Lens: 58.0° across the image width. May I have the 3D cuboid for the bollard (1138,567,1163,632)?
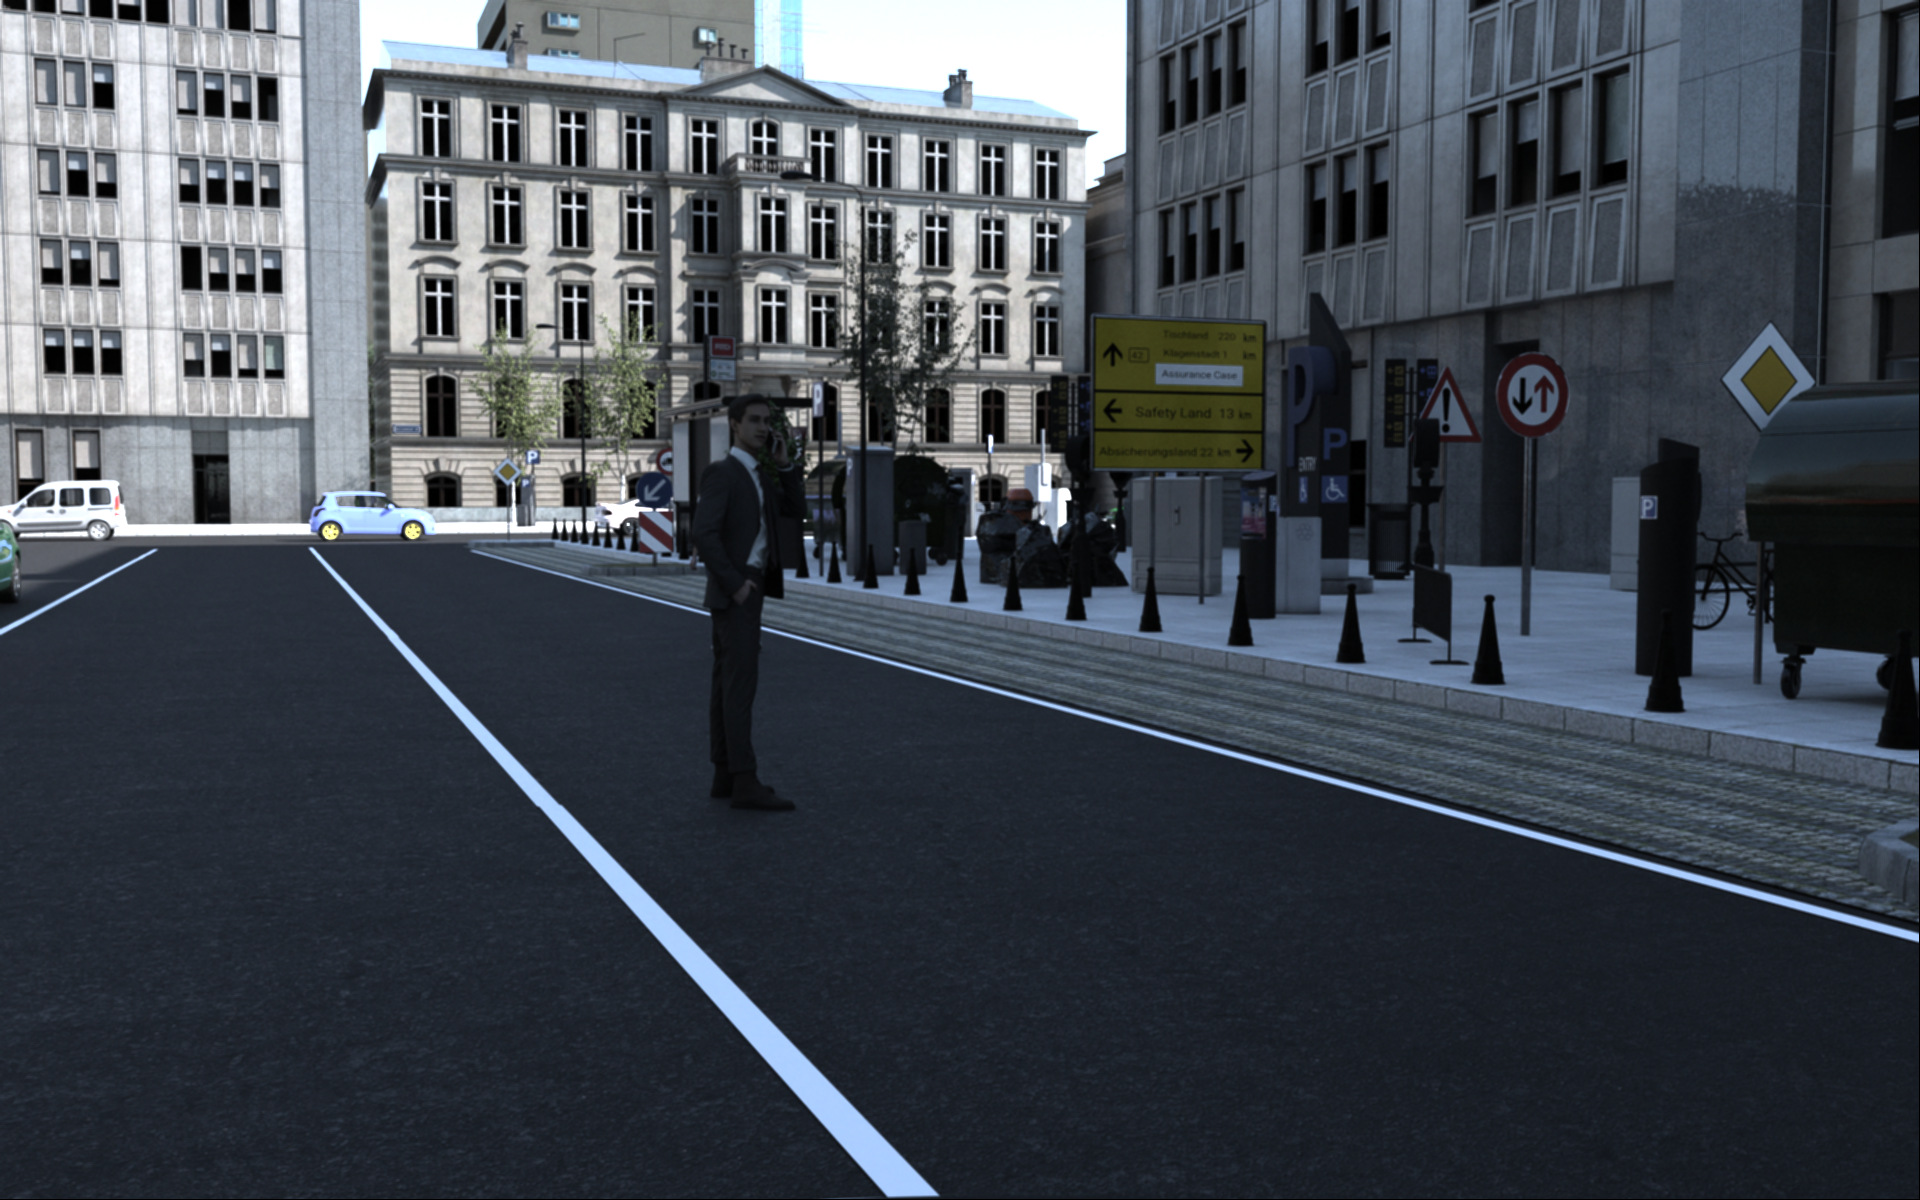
[{"bbox_3d":[1.780,-0.008,16.167,0.229,0.601,0.229,0,3,0],"label":"bollard"}]

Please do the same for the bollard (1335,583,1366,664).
[{"bbox_3d":[2.981,0.174,13.200,0.229,0.601,0.229,0,3,0],"label":"bollard"}]

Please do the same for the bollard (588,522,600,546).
[{"bbox_3d":[-9.014,-1.642,42.888,0.229,0.601,0.229,0,3,0],"label":"bollard"}]

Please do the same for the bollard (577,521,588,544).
[{"bbox_3d":[-9.610,-1.732,44.365,0.229,0.601,0.229,0,3,0],"label":"bollard"}]

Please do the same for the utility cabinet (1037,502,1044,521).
[{"bbox_3d":[4.193,-4.409,80.764,1.173,1.500,0.318,0,4,-2],"label":"utility cabinet"}]

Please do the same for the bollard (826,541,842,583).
[{"bbox_3d":[-1.822,-0.553,25.084,0.229,0.601,0.229,0,3,0],"label":"bollard"}]

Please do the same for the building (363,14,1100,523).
[{"bbox_3d":[-11.160,-16.346,86.345,34.723,24.649,14.460,-1,4,-22],"label":"building"}]

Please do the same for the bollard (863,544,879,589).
[{"bbox_3d":[-1.216,-0.462,23.595,0.229,0.601,0.229,0,3,0],"label":"bollard"}]

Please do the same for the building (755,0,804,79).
[{"bbox_3d":[-34.572,-57.491,252.651,31.000,86.520,22.319,-1,4,-22],"label":"building"}]

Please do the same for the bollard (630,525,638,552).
[{"bbox_3d":[-7.221,-1.371,38.449,0.229,0.601,0.229,0,3,0],"label":"bollard"}]

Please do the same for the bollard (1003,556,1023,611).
[{"bbox_3d":[0.584,-0.188,19.123,0.229,0.601,0.229,0,3,0],"label":"bollard"}]

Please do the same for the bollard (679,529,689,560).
[{"bbox_3d":[-5.414,-1.097,33.975,0.229,0.601,0.229,0,3,0],"label":"bollard"}]

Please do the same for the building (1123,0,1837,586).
[{"bbox_3d":[13.272,-13.249,34.637,12.078,24.808,19.932,-1,4,-22],"label":"building"}]

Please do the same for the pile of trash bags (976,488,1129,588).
[{"bbox_3d":[1.156,-0.946,25.213,1.912,1.369,3.447,-1,4,-12],"label":"pile of trash bags"}]

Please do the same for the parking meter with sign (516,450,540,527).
[{"bbox_3d":[-17.022,-4.398,68.162,0.543,3.016,1.738,0,4,2],"label":"parking meter with sign"}]

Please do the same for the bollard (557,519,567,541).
[{"bbox_3d":[-10.810,-1.914,47.339,0.229,0.601,0.229,0,3,0],"label":"bollard"}]

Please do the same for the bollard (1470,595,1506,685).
[{"bbox_3d":[3.579,0.264,11.723,0.229,0.601,0.229,0,3,0],"label":"bollard"}]

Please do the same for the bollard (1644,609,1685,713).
[{"bbox_3d":[4.175,0.355,10.245,0.229,0.601,0.229,0,3,0],"label":"bollard"}]

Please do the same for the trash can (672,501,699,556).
[{"bbox_3d":[-5.590,-1.486,35.952,0.748,1.137,0.748,0,3,0],"label":"trash can"}]

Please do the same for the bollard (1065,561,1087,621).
[{"bbox_3d":[1.184,-0.098,17.647,0.229,0.601,0.229,0,3,0],"label":"bollard"}]

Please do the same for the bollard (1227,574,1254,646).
[{"bbox_3d":[2.382,0.083,14.685,0.229,0.601,0.229,0,3,0],"label":"bollard"}]

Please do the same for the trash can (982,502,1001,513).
[{"bbox_3d":[0.729,-1.083,29.363,0.748,1.137,0.748,0,3,0],"label":"trash can"}]

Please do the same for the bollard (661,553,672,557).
[{"bbox_3d":[-6.016,-1.188,35.464,0.229,0.601,0.229,0,3,0],"label":"bollard"}]

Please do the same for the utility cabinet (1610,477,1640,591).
[{"bbox_3d":[9.035,-0.851,22.596,0.318,1.500,1.173,-1,4,-21],"label":"utility cabinet"}]

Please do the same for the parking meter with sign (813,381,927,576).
[{"bbox_3d":[-1.398,-1.895,27.250,1.738,3.016,0.543,-1,4,-22],"label":"parking meter with sign"}]

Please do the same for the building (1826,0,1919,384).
[{"bbox_3d":[27.193,-12.634,11.087,19.350,26.468,34.151,-1,4,-22],"label":"building"}]

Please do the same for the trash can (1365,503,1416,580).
[{"bbox_3d":[6.462,-0.880,26.042,0.748,1.137,0.748,0,3,0],"label":"trash can"}]

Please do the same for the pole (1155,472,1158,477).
[{"bbox_3d":[4.522,-2.789,39.448,0.158,3.312,0.155,0,3,0],"label":"pole"}]

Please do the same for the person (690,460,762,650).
[{"bbox_3d":[-2.031,-0.407,15.827,0.598,1.740,0.731,3,5,44],"label":"person"}]

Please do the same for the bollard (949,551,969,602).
[{"bbox_3d":[-0.012,-0.279,20.609,0.229,0.601,0.229,0,3,0],"label":"bollard"}]

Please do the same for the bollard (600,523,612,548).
[{"bbox_3d":[-8.417,-1.552,41.411,0.229,0.601,0.229,0,3,0],"label":"bollard"}]

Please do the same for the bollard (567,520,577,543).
[{"bbox_3d":[-10.209,-1.823,45.850,0.229,0.601,0.229,0,3,0],"label":"bollard"}]

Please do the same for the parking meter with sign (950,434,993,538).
[{"bbox_3d":[0.060,-3.353,51.075,1.738,3.016,0.543,1,4,14],"label":"parking meter with sign"}]

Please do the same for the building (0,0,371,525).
[{"bbox_3d":[-36.593,-15.719,75.030,19.932,24.808,12.078,-1,4,-22],"label":"building"}]

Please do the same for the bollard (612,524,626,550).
[{"bbox_3d":[-7.820,-1.461,39.933,0.229,0.601,0.229,0,3,0],"label":"bollard"}]

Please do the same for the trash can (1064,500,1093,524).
[{"bbox_3d":[2.953,-1.938,43.338,0.748,1.137,0.748,0,3,0],"label":"trash can"}]

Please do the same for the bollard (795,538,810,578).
[{"bbox_3d":[-2.419,-0.644,26.570,0.229,0.601,0.229,0,3,0],"label":"bollard"}]

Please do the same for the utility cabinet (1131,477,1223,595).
[{"bbox_3d":[2.757,-0.821,22.095,1.173,1.500,0.318,3,5,39],"label":"utility cabinet"}]

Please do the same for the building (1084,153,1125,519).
[{"bbox_3d":[16.801,-15.586,96.633,24.055,21.916,13.314,-1,4,-22],"label":"building"}]

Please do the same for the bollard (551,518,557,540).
[{"bbox_3d":[-11.415,-2.005,48.829,0.229,0.601,0.229,0,3,0],"label":"bollard"}]

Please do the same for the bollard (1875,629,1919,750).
[{"bbox_3d":[4.772,0.445,8.768,0.229,0.601,0.229,0,3,0],"label":"bollard"}]

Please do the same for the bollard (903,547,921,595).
[{"bbox_3d":[-0.608,-0.370,22.087,0.229,0.601,0.229,0,3,0],"label":"bollard"}]

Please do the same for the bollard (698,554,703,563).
[{"bbox_3d":[-4.815,-1.006,32.492,0.229,0.601,0.229,0,3,0],"label":"bollard"}]

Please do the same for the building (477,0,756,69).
[{"bbox_3d":[-31.234,-32.610,156.879,21.300,48.544,21.600,-1,4,-22],"label":"building"}]

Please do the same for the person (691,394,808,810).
[{"bbox_3d":[-0.965,-0.015,8.114,0.474,1.900,0.648,0,4,4],"label":"person"}]

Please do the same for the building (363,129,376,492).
[{"bbox_3d":[-75.752,-39.764,239.372,27.495,52.752,28.713,-1,4,-22],"label":"building"}]
